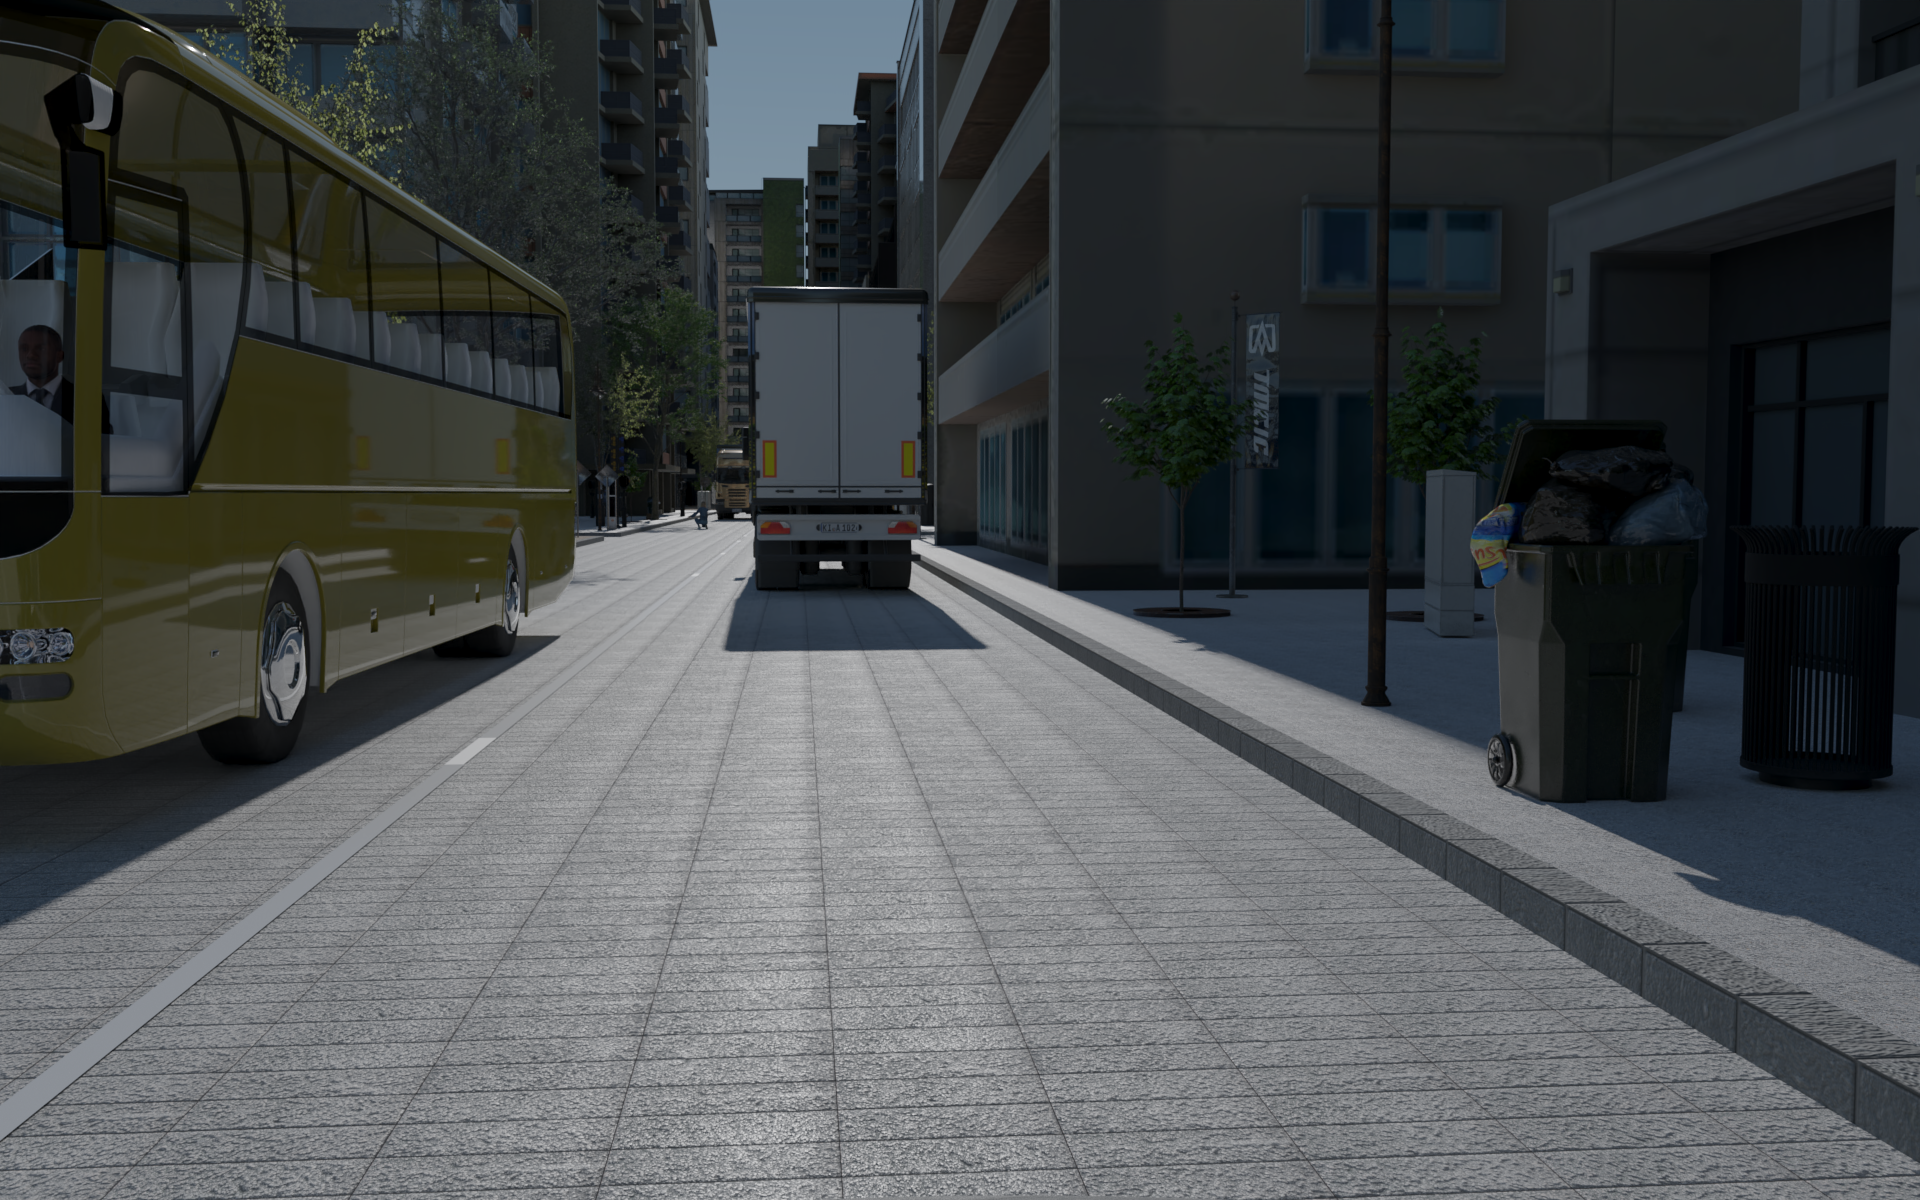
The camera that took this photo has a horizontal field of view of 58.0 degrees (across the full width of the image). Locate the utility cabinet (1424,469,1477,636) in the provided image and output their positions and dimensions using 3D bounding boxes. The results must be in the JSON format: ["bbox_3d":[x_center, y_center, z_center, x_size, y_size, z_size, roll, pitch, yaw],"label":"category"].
[{"bbox_3d":[4.512,-0.443,15.928,0.318,1.500,1.173,1,4,8],"label":"utility cabinet"}]

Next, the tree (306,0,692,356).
[{"bbox_3d":[-11.683,-8.009,41.312,12.009,13.543,11.850,0,3,0],"label":"tree"}]

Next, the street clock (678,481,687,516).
[{"bbox_3d":[-15.888,-5.790,99.240,0.471,2.002,0.358,2,4,28],"label":"street clock"}]

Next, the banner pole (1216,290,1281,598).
[{"bbox_3d":[3.553,-1.909,21.224,0.863,3.779,0.401,3,5,40],"label":"banner pole"}]

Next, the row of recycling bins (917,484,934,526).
[{"bbox_3d":[-1.267,-3.971,72.037,1.069,1.692,3.534,0,4,0],"label":"row of recycling bins"}]

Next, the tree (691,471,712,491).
[{"bbox_3d":[-20.351,-8.771,138.003,1.663,3.219,1.824,0,3,0],"label":"tree"}]

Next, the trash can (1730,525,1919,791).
[{"bbox_3d":[3.805,0.243,7.677,0.748,1.137,0.748,0,3,0],"label":"trash can"}]

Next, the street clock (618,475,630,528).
[{"bbox_3d":[-12.871,-3.779,66.362,0.471,2.002,0.358,0,4,-8],"label":"street clock"}]

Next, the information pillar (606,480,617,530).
[{"bbox_3d":[-12.535,-3.533,62.258,0.304,2.012,0.304,-2,4,-26],"label":"information pillar"}]

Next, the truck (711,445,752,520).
[{"bbox_3d":[-12.730,-6.820,100.416,2.839,4.237,11.283,0,4,-5],"label":"truck"}]

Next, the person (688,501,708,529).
[{"bbox_3d":[-10.617,-3.459,70.558,1.012,1.151,0.738,-2,4,-29],"label":"person"}]

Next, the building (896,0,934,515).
[{"bbox_3d":[3.454,-16.386,85.937,12.078,24.808,19.932,0,4,-5],"label":"building"}]

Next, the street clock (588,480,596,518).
[{"bbox_3d":[-19.436,-5.318,91.511,0.358,2.002,0.471,-2,4,-32],"label":"street clock"}]

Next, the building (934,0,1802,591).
[{"bbox_3d":[10.925,-25.025,32.861,21.300,48.544,21.600,0,4,-5],"label":"building"}]

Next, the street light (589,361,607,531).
[{"bbox_3d":[-12.594,-5.359,60.399,0.468,5.910,1.993,0,4,-5],"label":"street light"}]

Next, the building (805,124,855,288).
[{"bbox_3d":[-9.686,-37.134,230.840,21.600,48.544,21.300,0,4,-5],"label":"building"}]

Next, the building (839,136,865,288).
[{"bbox_3d":[-7.032,-31.668,201.372,14.154,41.232,14.086,0,4,-5],"label":"building"}]

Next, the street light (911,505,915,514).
[{"bbox_3d":[-1.386,-4.791,51.120,0.468,5.910,1.993,0,4,-5],"label":"street light"}]

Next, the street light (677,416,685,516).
[{"bbox_3d":[-16.298,-7.846,101.068,0.468,5.910,1.993,0,4,-5],"label":"street light"}]

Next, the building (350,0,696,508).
[{"bbox_3d":[-35.164,-32.261,147.075,23.786,49.044,30.456,0,4,-5],"label":"building"}]

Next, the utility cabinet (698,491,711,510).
[{"bbox_3d":[-19.819,-7.671,134.100,1.173,1.500,0.318,3,5,39],"label":"utility cabinet"}]

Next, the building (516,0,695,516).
[{"bbox_3d":[-28.781,-27.917,111.069,22.147,44.769,28.867,0,4,-5],"label":"building"}]

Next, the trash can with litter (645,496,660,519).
[{"bbox_3d":[-15.530,-4.653,87.461,0.624,1.170,1.055,0,4,1],"label":"trash can with litter"}]

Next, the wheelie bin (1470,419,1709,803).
[{"bbox_3d":[2.707,0.032,7.388,0.980,1.594,0.693,0,4,-4],"label":"wheelie bin"}]

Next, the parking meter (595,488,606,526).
[{"bbox_3d":[-14.317,-3.701,68.929,0.372,1.533,0.369,0,3,0],"label":"parking meter"}]

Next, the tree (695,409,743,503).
[{"bbox_3d":[-20.984,-12.250,150.644,4.360,8.622,3.978,0,3,0],"label":"tree"}]

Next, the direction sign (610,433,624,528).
[{"bbox_3d":[-12.830,-4.457,64.874,0.379,3.537,0.876,1,4,23],"label":"direction sign"}]

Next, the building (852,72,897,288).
[{"bbox_3d":[0.091,-32.136,180.055,22.147,44.769,28.867,0,4,-5],"label":"building"}]

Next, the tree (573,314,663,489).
[{"bbox_3d":[-14.544,-7.352,70.560,4.360,8.622,3.978,0,3,0],"label":"tree"}]

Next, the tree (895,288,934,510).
[{"bbox_3d":[-2.273,-6.868,62.649,4.360,8.622,3.978,0,3,0],"label":"tree"}]

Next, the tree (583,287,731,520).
[{"bbox_3d":[-14.928,-9.765,85.412,9.928,11.665,9.643,0,3,0],"label":"tree"}]

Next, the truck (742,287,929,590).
[{"bbox_3d":[-2.285,-2.460,29.134,2.839,4.237,11.283,0,4,-7],"label":"truck"}]

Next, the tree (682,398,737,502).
[{"bbox_3d":[-19.251,-11.014,130.441,4.737,8.622,4.395,0,3,0],"label":"tree"}]

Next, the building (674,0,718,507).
[{"bbox_3d":[-39.492,-35.902,176.230,28.713,52.752,27.495,0,4,-5],"label":"building"}]

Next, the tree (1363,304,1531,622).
[{"bbox_3d":[4.980,-1.412,17.694,1.663,3.219,1.824,0,3,0],"label":"tree"}]

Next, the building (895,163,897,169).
[{"bbox_3d":[3.501,-19.593,107.729,14.401,28.519,23.554,0,4,-5],"label":"building"}]

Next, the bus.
[{"bbox_3d":[-4.983,-1.272,12.346,2.896,3.916,12.252,0,4,-3],"label":"bus"}]

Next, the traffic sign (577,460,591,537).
[{"bbox_3d":[-11.316,-2.912,51.259,0.795,2.450,0.064,0,4,-5],"label":"traffic sign"}]

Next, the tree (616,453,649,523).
[{"bbox_3d":[-14.722,-5.099,77.976,1.663,3.219,1.824,0,3,0],"label":"tree"}]

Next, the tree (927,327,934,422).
[{"bbox_3d":[-2.521,-7.251,68.924,4.737,8.622,4.395,0,3,0],"label":"tree"}]

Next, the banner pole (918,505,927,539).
[{"bbox_3d":[-1.125,-3.602,48.917,0.401,3.779,0.863,0,4,-5],"label":"banner pole"}]

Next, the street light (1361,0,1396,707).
[{"bbox_3d":[2.529,-2.297,10.345,0.468,5.910,1.993,0,4,-5],"label":"street light"}]

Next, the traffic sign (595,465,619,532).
[{"bbox_3d":[-12.057,-3.399,59.210,0.795,2.450,0.064,0,4,-5],"label":"traffic sign"}]

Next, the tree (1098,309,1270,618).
[{"bbox_3d":[2.229,-1.452,18.349,1.663,3.219,1.824,0,3,0],"label":"tree"}]

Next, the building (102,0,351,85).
[{"bbox_3d":[-30.511,-27.732,73.025,23.786,49.044,30.456,0,4,-5],"label":"building"}]

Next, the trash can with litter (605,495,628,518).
[{"bbox_3d":[-19.071,-5.123,94.813,2.233,1.210,1.678,0,4,-3],"label":"trash can with litter"}]

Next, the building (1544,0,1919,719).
[{"bbox_3d":[16.114,-34.570,3.475,20.563,71.187,20.611,0,4,-5],"label":"building"}]

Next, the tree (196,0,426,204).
[{"bbox_3d":[-9.409,-4.564,24.991,4.360,8.622,3.978,0,3,0],"label":"tree"}]

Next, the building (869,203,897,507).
[{"bbox_3d":[-0.231,-18.240,127.898,12.332,23.373,15.834,0,4,-5],"label":"building"}]

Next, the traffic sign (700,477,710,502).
[{"bbox_3d":[-18.470,-7.669,125.500,0.768,2.556,0.104,0,4,2],"label":"traffic sign"}]

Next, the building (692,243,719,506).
[{"bbox_3d":[-34.923,-26.179,199.734,14.107,30.474,14.160,0,4,-5],"label":"building"}]

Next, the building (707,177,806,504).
[{"bbox_3d":[-27.126,-33.170,225.916,14.086,41.232,14.154,0,4,-5],"label":"building"}]

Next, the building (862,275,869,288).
[{"bbox_3d":[5.016,-18.788,152.228,27.650,21.520,28.899,0,4,-5],"label":"building"}]

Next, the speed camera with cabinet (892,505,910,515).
[{"bbox_3d":[-2.782,-5.359,81.953,0.660,3.252,2.038,-1,4,-14],"label":"speed camera with cabinet"}]
